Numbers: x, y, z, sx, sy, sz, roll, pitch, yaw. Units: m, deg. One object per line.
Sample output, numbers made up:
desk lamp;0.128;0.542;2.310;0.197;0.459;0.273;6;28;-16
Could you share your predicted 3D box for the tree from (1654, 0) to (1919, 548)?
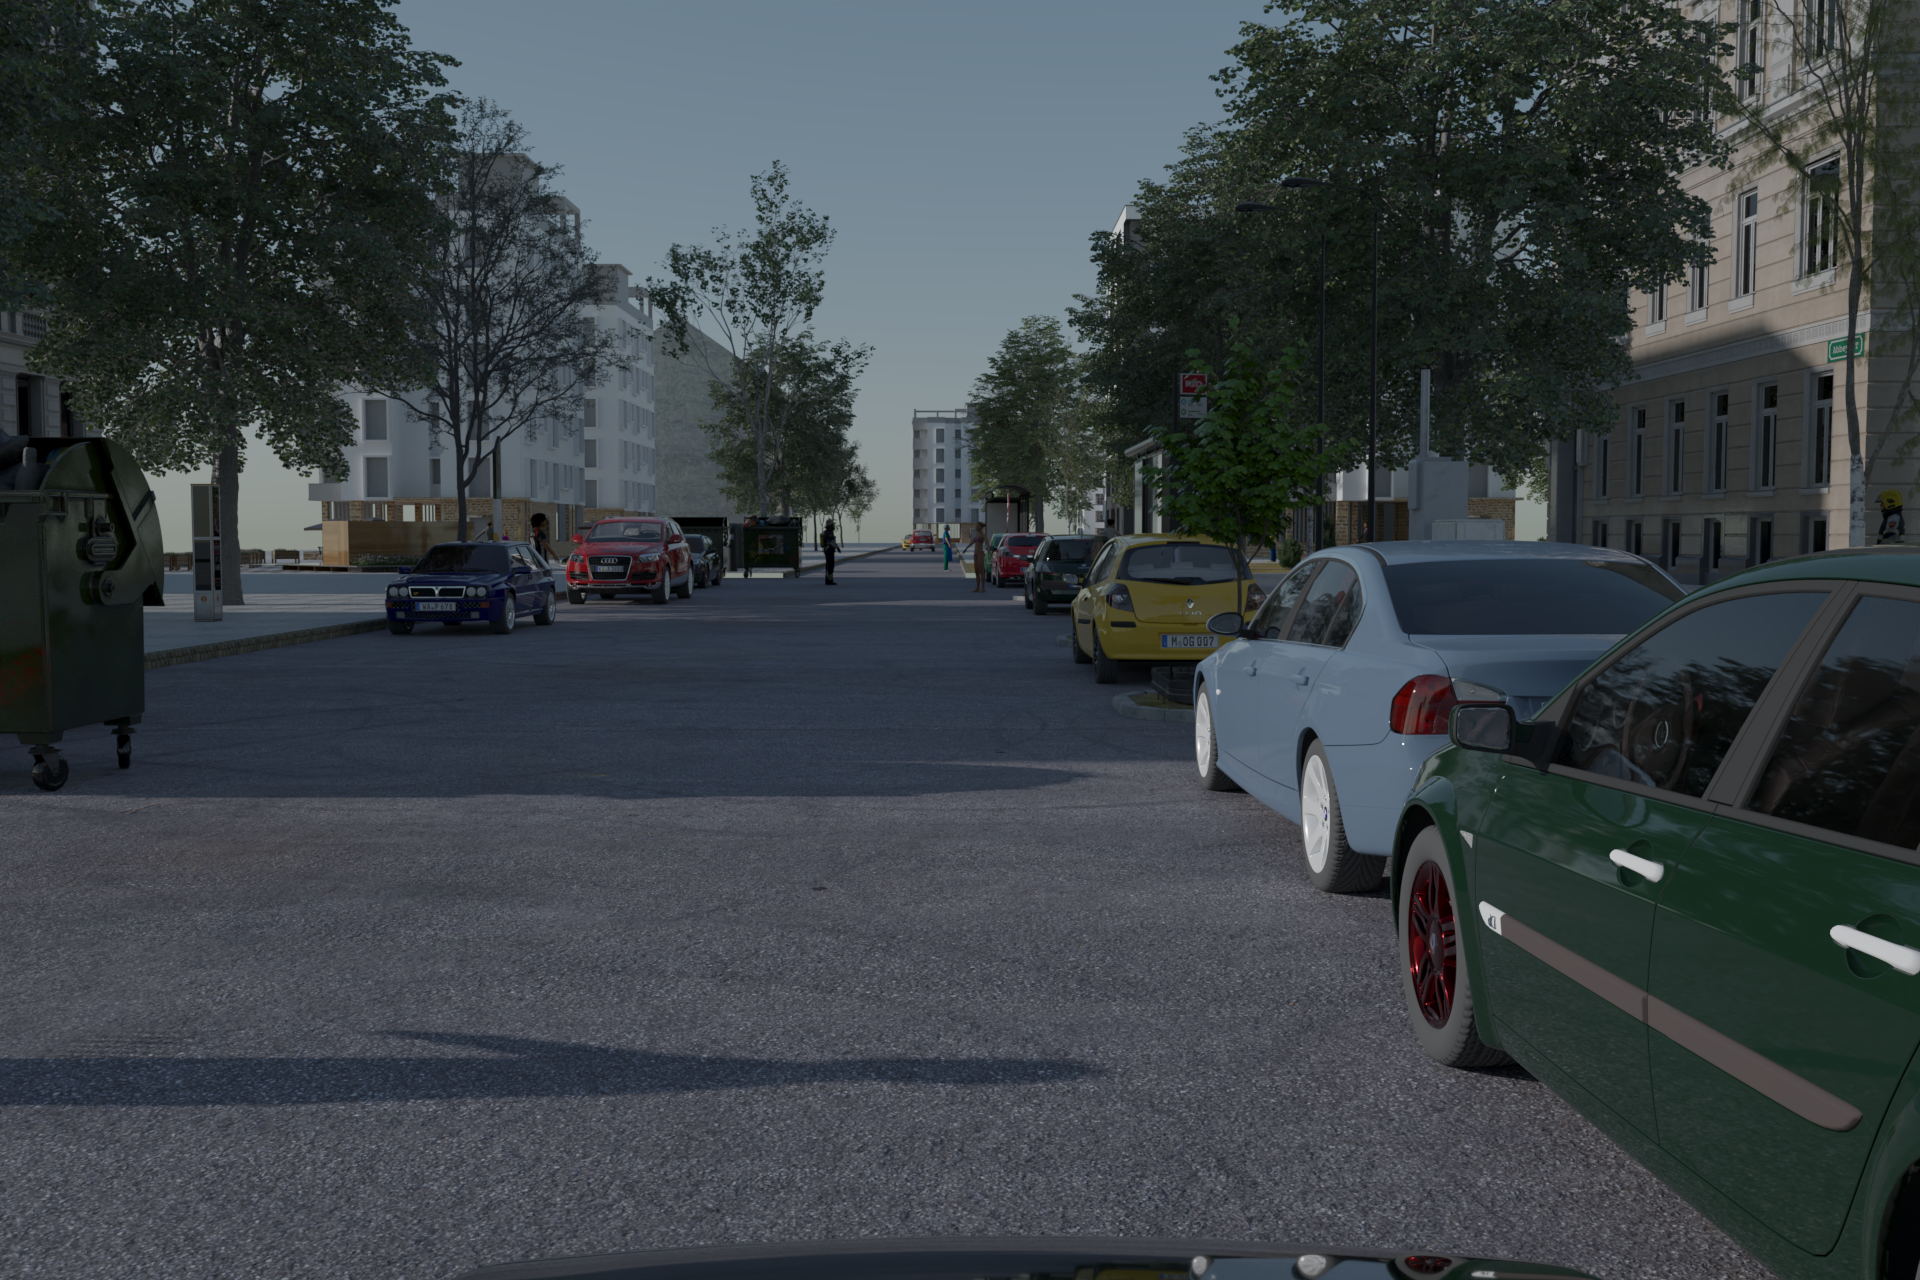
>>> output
tree;8.341;-4.038;16.389;4.360;8.622;3.978;0;3;0

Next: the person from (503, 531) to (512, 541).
person;-19.582;-4.015;74.919;0.599;1.433;0.991;2;4;28

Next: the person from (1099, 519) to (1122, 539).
person;4.375;-2.707;51.035;1.217;1.739;0.721;-1;4;-18

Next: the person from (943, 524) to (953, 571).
person;-0.481;-3.561;66.809;0.704;1.817;1.347;0;4;-4

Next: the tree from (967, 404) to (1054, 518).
tree;4.233;-13.936;145.980;7.486;12.596;7.792;0;3;0

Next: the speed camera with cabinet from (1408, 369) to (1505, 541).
speed camera with cabinet;5.787;-1.584;20.238;0.660;3.252;2.038;0;4;0

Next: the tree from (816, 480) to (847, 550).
tree;-11.172;-11.649;140.823;4.737;8.622;4.395;0;3;0

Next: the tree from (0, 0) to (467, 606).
tree;-13.371;-7.609;31.057;9.857;13.997;8.962;0;3;0

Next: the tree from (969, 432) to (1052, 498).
tree;4.705;-14.150;157.113;9.928;11.665;9.643;0;3;0

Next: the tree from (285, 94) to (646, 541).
tree;-13.760;-8.414;47.937;12.009;13.543;11.850;0;3;0

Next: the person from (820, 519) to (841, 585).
person;-3.636;-2.476;48.721;0.705;1.856;1.354;-1;4;-20

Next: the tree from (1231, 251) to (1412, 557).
tree;8.558;-5.544;41.013;4.737;8.622;4.395;0;3;0

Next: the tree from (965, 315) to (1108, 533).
tree;3.803;-10.533;90.335;7.486;12.596;7.792;0;3;0

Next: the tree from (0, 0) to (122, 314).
tree;-13.581;-6.771;17.363;9.857;13.997;8.962;0;3;0

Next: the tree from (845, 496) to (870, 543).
tree;-15.024;-18.530;253.332;4.737;8.622;4.395;0;3;0

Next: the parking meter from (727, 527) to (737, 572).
parking meter;-7.805;-3.109;59.247;0.372;1.533;0.369;0;3;0

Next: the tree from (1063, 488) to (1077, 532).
tree;17.022;-18.443;251.911;4.360;8.622;3.978;0;3;0

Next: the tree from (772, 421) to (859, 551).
tree;-11.168;-11.980;130.292;7.601;10.594;8.767;-2;4;-31

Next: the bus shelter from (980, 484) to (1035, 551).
bus shelter;1.952;-4.803;72.460;2.014;3.302;5.546;0;4;-2

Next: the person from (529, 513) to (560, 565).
person;-7.736;-1.433;32.028;0.704;1.843;1.345;-2;4;-33

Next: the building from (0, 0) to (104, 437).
building;-31.960;-13.321;45.519;11.050;23.595;19.941;0;4;0

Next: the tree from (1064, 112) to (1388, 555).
tree;8.194;-8.865;51.591;9.857;13.997;8.962;0;3;0

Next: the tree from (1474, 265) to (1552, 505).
tree;25.270;-9.497;73.403;7.486;12.596;7.792;0;3;0

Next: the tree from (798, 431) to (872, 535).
tree;-11.206;-13.140;149.249;8.767;10.594;7.601;2;4;34

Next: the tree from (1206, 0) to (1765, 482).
tree;8.473;-7.545;30.014;9.857;13.997;8.962;0;3;0

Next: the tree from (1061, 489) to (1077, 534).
tree;16.799;-18.167;247.391;4.360;8.622;3.978;0;3;0

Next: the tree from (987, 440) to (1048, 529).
tree;4.112;-10.110;115.662;4.737;8.622;4.395;0;3;0

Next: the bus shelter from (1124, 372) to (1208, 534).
bus shelter;5.098;-3.852;40.615;2.179;5.291;8.768;0;4;0

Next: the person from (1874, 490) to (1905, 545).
person;12.061;-1.026;22.538;0.704;1.858;1.351;2;4;33

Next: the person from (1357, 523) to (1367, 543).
person;18.534;-4.456;79.073;0.704;1.802;1.346;-1;4;-16

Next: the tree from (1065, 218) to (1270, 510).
tree;8.976;-9.890;68.355;9.857;13.997;8.962;0;3;0

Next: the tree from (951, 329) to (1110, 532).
tree;4.609;-11.772;102.845;12.009;13.543;11.850;0;3;0

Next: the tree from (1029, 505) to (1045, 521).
tree;9.056;-19.536;253.833;7.601;10.594;8.767;0;4;1

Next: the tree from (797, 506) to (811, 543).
tree;-22.757;-18.548;253.619;4.737;8.622;4.395;0;3;0

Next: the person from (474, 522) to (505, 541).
person;-19.529;-4.015;71.914;1.348;1.796;0.705;0;4;-5

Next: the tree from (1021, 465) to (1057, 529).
tree;5.005;-10.549;122.840;4.737;8.622;4.395;0;3;0

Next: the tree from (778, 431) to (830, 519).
tree;-10.690;-10.177;116.762;4.737;8.622;4.395;0;3;0

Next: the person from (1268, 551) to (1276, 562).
person;14.240;-4.446;79.162;0.721;1.772;1.216;3;5;43

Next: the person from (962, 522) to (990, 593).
person;0.413;-2.032;42.488;0.721;1.733;1.217;-2;4;-31

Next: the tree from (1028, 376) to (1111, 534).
tree;4.909;-8.017;81.437;4.360;8.622;3.978;0;3;0

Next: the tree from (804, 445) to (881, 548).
tree;-11.104;-13.829;160.509;8.767;10.594;7.601;-3;4;-37

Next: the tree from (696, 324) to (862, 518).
tree;-10.731;-12.121;104.837;9.857;13.997;8.962;0;3;0

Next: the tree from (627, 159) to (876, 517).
tree;-10.809;-14.328;90.158;12.611;20.169;13.585;0;3;0
